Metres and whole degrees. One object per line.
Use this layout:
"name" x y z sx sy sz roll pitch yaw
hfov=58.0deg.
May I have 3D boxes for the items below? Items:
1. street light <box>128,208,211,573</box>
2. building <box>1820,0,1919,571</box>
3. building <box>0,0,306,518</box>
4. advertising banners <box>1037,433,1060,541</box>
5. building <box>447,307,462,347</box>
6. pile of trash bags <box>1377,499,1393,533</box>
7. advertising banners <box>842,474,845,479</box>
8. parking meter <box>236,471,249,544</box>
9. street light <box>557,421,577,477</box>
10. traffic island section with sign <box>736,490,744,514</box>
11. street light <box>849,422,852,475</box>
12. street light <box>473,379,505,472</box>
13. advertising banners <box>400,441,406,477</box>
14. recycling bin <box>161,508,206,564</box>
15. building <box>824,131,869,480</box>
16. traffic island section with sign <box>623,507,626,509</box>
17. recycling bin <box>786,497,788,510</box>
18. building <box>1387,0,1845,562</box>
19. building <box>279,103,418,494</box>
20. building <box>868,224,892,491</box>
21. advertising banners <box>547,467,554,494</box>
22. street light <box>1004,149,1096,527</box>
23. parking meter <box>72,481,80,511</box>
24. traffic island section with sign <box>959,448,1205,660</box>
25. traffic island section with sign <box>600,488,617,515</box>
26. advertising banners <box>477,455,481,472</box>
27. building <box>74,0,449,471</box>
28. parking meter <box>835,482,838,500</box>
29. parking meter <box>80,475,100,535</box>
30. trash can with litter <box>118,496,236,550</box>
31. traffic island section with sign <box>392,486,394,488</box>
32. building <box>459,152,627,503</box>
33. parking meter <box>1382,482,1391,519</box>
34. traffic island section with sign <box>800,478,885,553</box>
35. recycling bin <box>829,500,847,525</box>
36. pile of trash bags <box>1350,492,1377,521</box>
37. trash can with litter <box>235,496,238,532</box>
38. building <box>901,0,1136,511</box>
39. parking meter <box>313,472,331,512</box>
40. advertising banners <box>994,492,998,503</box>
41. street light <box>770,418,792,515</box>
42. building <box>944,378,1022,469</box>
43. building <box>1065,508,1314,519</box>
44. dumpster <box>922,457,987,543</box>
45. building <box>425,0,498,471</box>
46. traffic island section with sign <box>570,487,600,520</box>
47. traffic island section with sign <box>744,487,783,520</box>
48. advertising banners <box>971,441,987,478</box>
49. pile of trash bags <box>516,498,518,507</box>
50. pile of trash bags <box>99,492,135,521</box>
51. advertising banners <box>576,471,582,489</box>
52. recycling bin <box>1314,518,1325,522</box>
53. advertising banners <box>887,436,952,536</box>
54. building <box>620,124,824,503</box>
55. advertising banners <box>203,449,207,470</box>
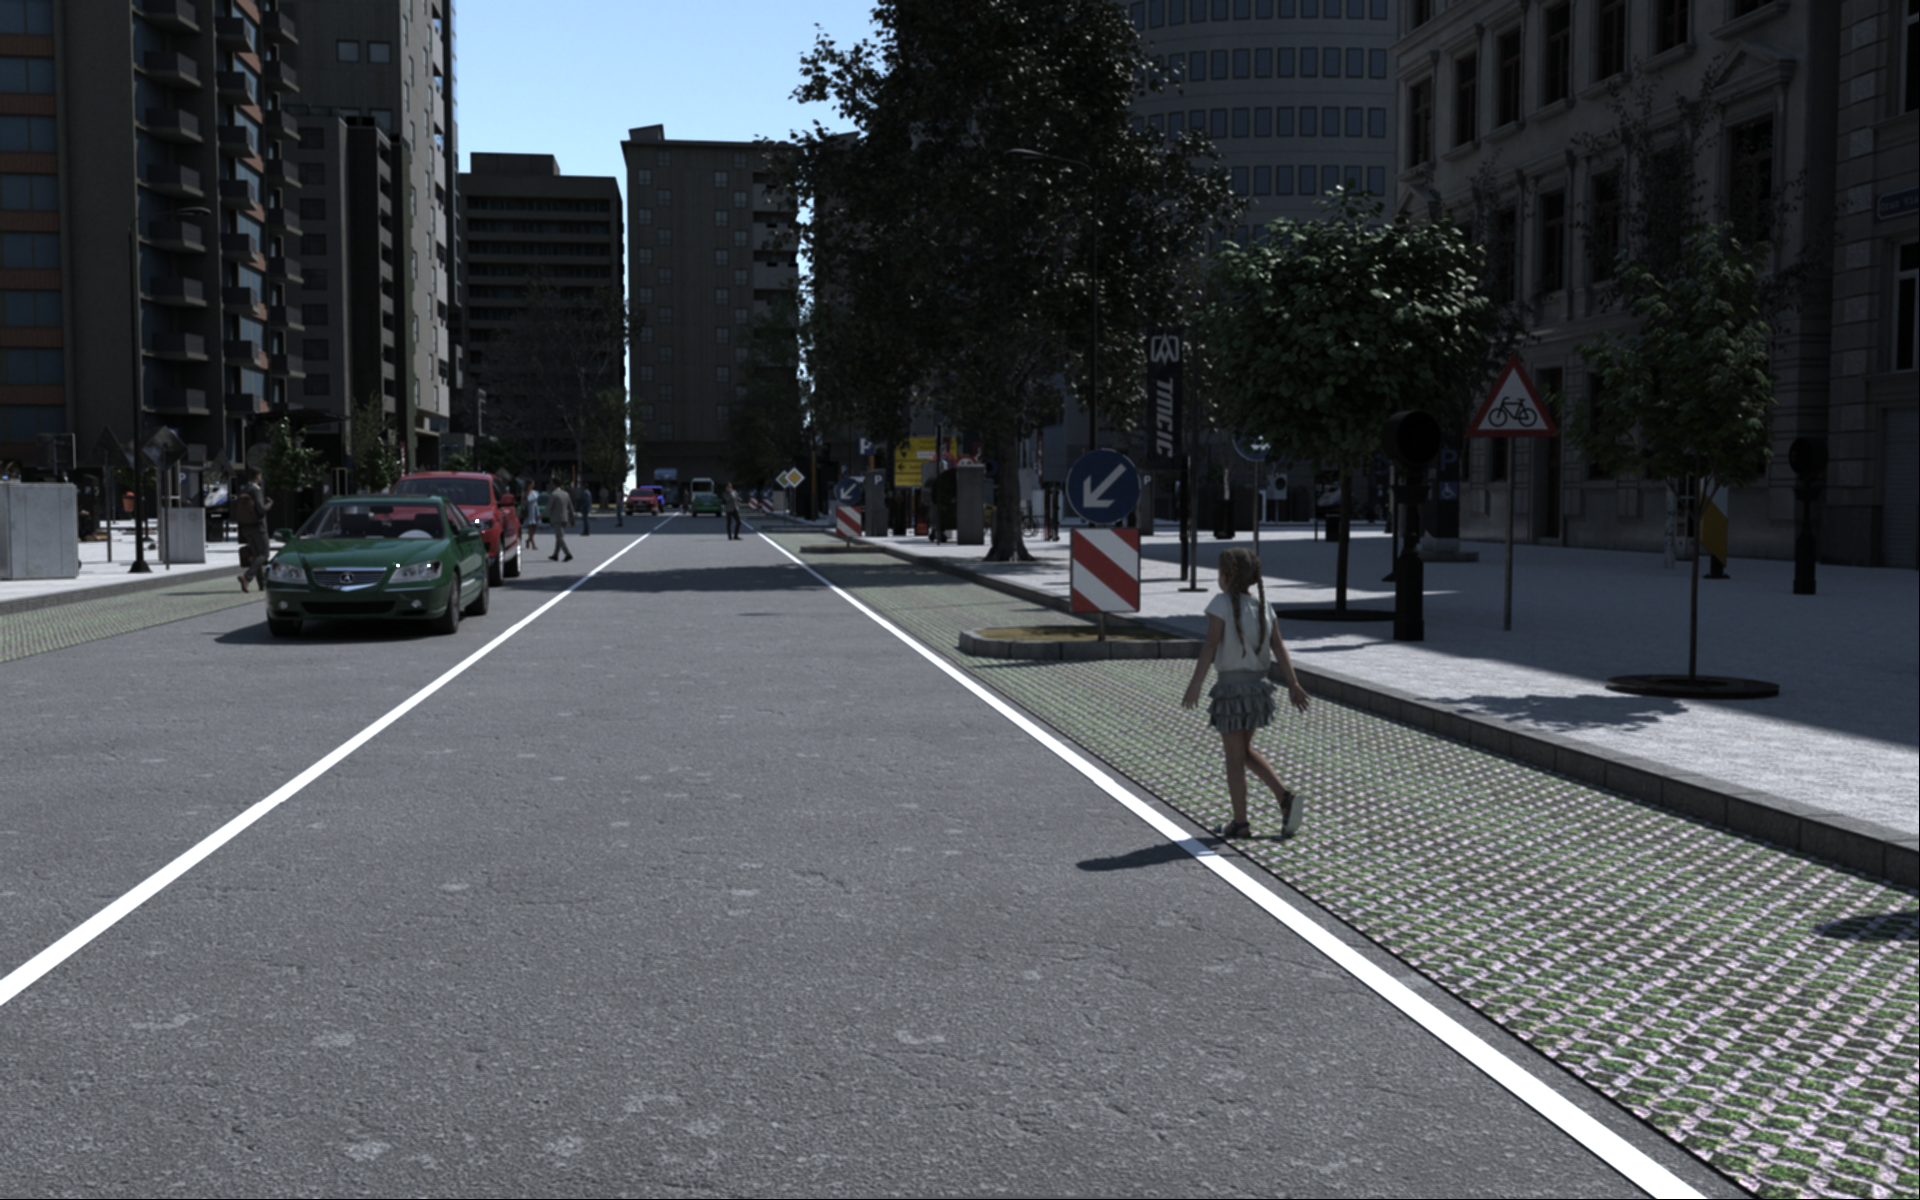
"street light" -12.852 -3.403 28.177 1.470 5.913 1.316 -1 4 -8
"building" 23.017 -13.598 19.597 12.463 27.353 25.104 -1 4 -8
"building" -51.836 -27.327 101.414 22.147 44.769 28.867 -1 4 -8
"advertising banners" 2.416 -3.153 47.745 0.090 3.025 2.074 -1 4 -13
"building" -82.867 -34.252 251.895 23.993 40.220 32.217 -1 4 -8
"pile of trash bags" 15.800 -2.881 56.861 3.447 1.369 1.912 -1 4 -20
"advertising banners" -7.524 -6.828 107.827 0.090 3.025 2.074 1 4 22
"parking meter" -18.339 -2.372 44.485 0.399 1.863 0.255 -1 4 -13
"street light" -25.016 -8.419 110.197 1.470 5.913 1.316 -1 4 -8
"traffic island section with sign" -14.906 -7.041 123.756 1.989 1.847 2.006 -1 4 -8
"street light" -4.558 -5.561 63.471 1.470 5.913 1.316 -1 4 -8
"street light" -19.045 -5.958 69.952 1.470 5.913 1.316 -1 4 -8
"advertising banners" -18.349 -3.776 57.920 0.090 3.025 2.074 0 4 2
"recycling bin" -14.394 -1.197 32.133 0.722 1.027 0.722 -1 4 -23
"building" -8.133 -41.052 260.433 27.495 52.752 28.713 -1 4 -8
"traffic island section with sign" -32.237 -9.938 171.114 1.989 1.847 2.006 -1 4 -8
"recycling bin" -14.588 -7.922 142.080 0.722 1.027 0.722 -2 4 -34
"building" 19.341 -12.625 42.583 11.583 22.565 21.152 -1 4 -8
"building" -49.898 -22.030 131.886 14.160 30.474 14.107 -1 4 -8
"building" 1.014 -35.266 200.296 21.300 48.544 21.600 -1 4 -8
"advertising banners" -26.103 -6.988 110.443 0.090 3.025 2.074 0 4 -1
"street light" 1.284 -3.122 23.589 1.470 5.913 1.316 -1 4 -8
"parking meter" -38.590 -4.285 75.771 0.399 1.863 0.255 -2 4 -31
"traffic island section with sign" 1.034 -0.439 15.803 1.989 1.847 2.006 -1 4 -8
"traffic island section with sign" -24.899 -6.901 121.451 1.989 1.847 2.006 -1 4 -8
"advertising banners" -21.112 -4.928 76.768 0.090 3.025 2.074 -2 4 -29
"building" -60.809 -34.480 152.983 28.713 52.752 27.495 -1 4 -8
"parking meter" -5.613 -4.598 80.885 0.255 1.863 0.399 3 5 43
"parking meter" -26.080 -2.833 52.037 0.399 1.863 0.255 1 4 14
"trash can with litter" -18.482 -1.801 40.508 1.678 1.210 2.233 1 4 16
"traffic island section with sign" -12.923 -1.942 40.380 1.989 1.847 2.006 -1 4 -8
"building" -59.458 -38.262 249.280 21.600 48.544 21.300 -1 4 -8
"parking meter" 21.112 -4.892 85.693 0.399 1.863 0.255 -3 4 -38
"traffic island section with sign" -2.904 -2.070 42.470 1.989 1.847 2.006 -1 4 -8
"recycling bin" -5.021 -3.615 71.666 0.722 1.027 0.722 -1 4 -15
"pile of trash bags" 19.576 -4.625 85.368 1.912 1.369 3.447 0 4 -4
"trash can with litter" -24.092 -2.883 58.190 2.233 1.210 1.678 1 4 11
"building" 4.190 -38.693 174.629 21.231 58.520 28.212 -1 4 -8
"parking meter" -15.878 -2.290 43.151 0.255 1.863 0.399 1 4 16
"advertising banners" 1.541 -5.507 86.223 0.090 3.025 2.074 2 4 26
"street light" -10.913 -8.175 106.207 1.470 5.913 1.316 -1 4 -8
"building" 11.975 -49.683 124.991 22.319 86.520 31.000 -1 4 -8
"building" 19.041 -34.091 99.390 28.212 58.520 21.231 -1 4 -8
"dumpster" -0.145 -2.680 46.306 1.502 2.255 1.985 -1 4 -8
"building" -67.574 -53.585 188.780 31.000 86.520 22.319 -1 4 -8
"traffic island section with sign" -20.954 -5.270 94.785 1.989 1.847 2.006 -1 4 -8
"traffic island section with sign" -10.867 -5.371 96.439 1.989 1.847 2.006 -1 4 -8
"advertising banners" -0.063 -3.775 57.912 2.074 3.025 0.090 2 4 29
"pile of trash bags" -37.322 -8.016 140.811 1.912 1.369 3.447 2 4 30
"pile of trash bags" -40.754 -4.508 83.457 3.447 1.369 1.912 3 4 37
"advertising banners" -30.111 -8.433 134.067 2.074 3.025 0.090 2 4 23
"recycling bin" 16.593 -4.053 78.814 0.722 1.027 0.722 -2 4 -23
"advertising banners" -1.203 -3.479 53.071 2.074 3.025 0.090 2 4 23
"building" -35.258 -40.775 255.916 27.495 52.752 28.713 -1 4 -8
"advertising banners" -30.125 -4.439 68.773 0.090 3.025 2.074 -2 4 -35
